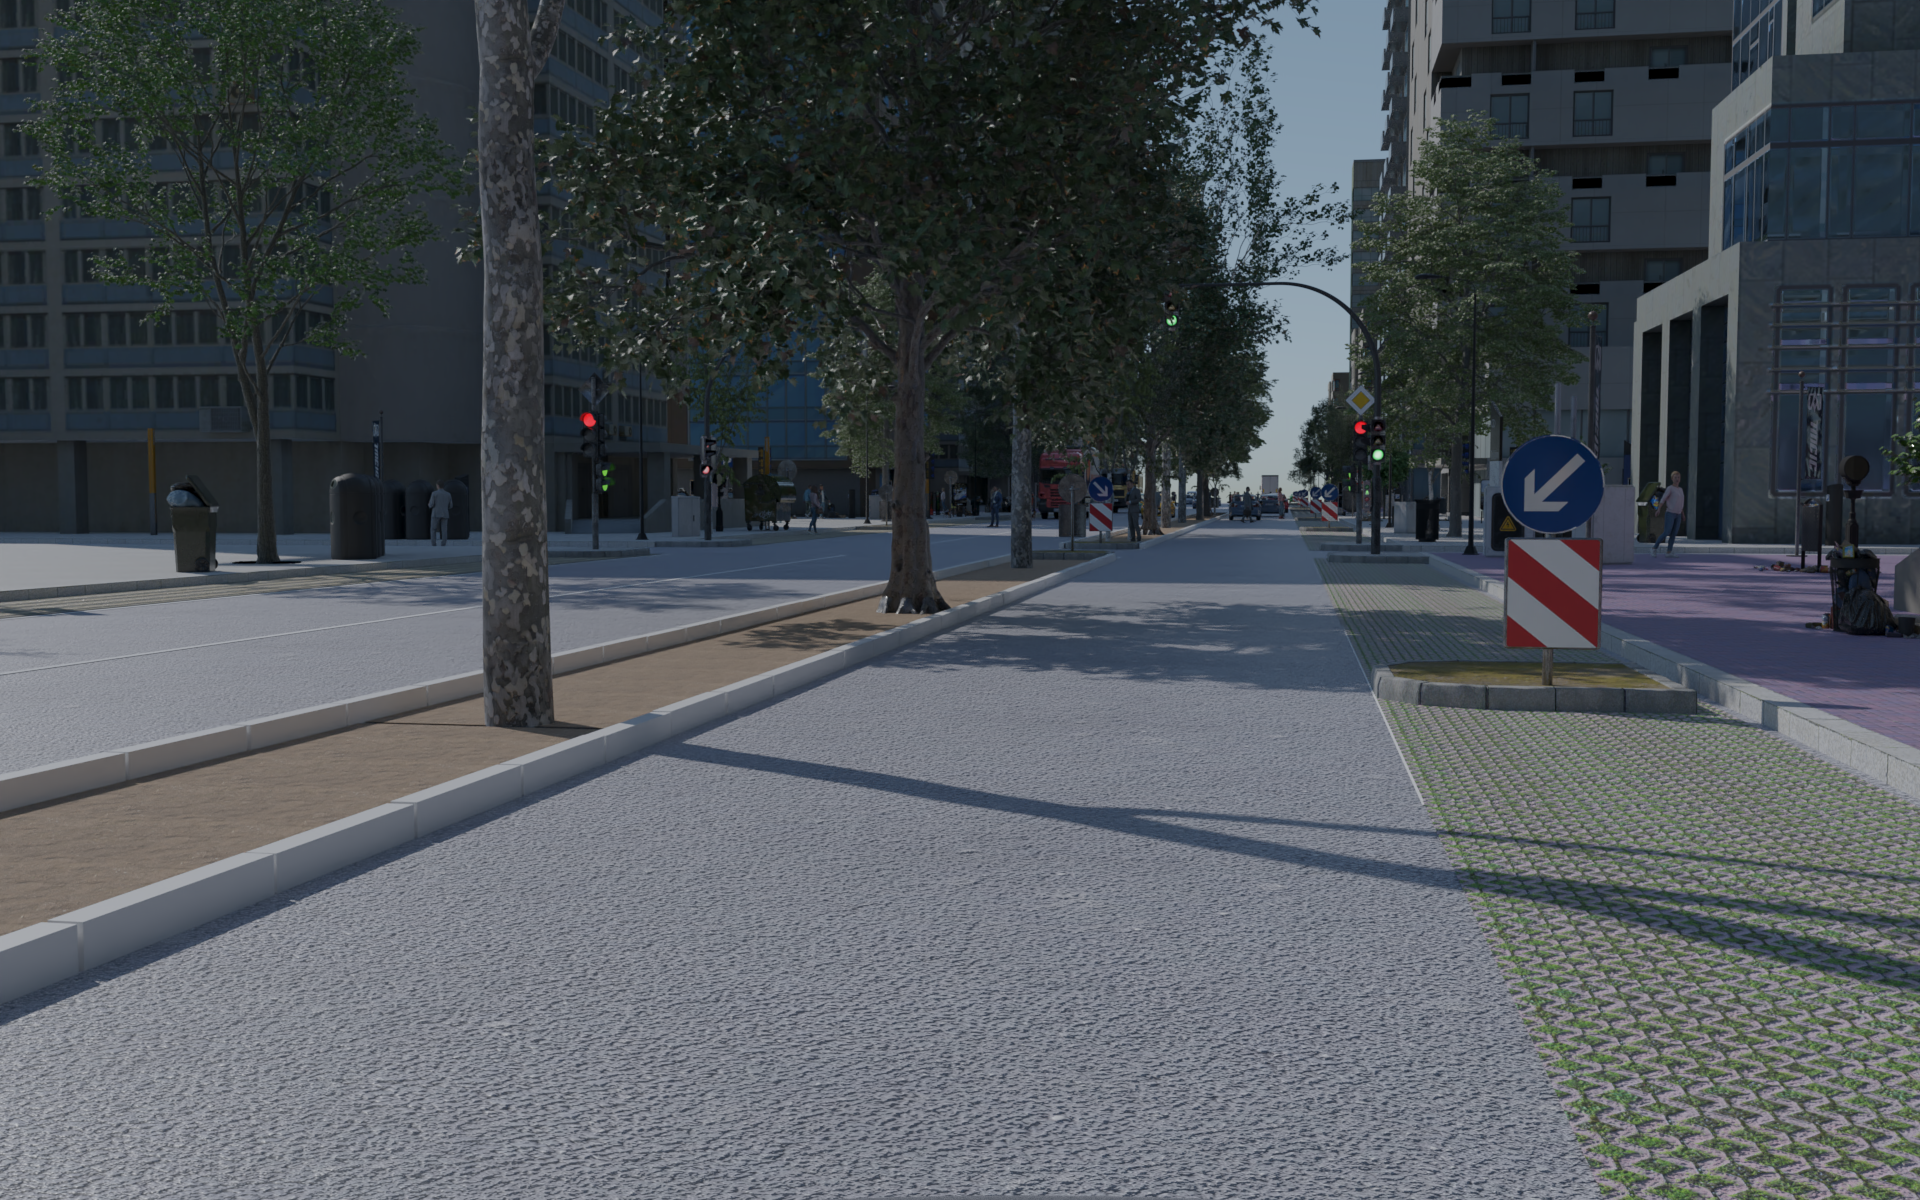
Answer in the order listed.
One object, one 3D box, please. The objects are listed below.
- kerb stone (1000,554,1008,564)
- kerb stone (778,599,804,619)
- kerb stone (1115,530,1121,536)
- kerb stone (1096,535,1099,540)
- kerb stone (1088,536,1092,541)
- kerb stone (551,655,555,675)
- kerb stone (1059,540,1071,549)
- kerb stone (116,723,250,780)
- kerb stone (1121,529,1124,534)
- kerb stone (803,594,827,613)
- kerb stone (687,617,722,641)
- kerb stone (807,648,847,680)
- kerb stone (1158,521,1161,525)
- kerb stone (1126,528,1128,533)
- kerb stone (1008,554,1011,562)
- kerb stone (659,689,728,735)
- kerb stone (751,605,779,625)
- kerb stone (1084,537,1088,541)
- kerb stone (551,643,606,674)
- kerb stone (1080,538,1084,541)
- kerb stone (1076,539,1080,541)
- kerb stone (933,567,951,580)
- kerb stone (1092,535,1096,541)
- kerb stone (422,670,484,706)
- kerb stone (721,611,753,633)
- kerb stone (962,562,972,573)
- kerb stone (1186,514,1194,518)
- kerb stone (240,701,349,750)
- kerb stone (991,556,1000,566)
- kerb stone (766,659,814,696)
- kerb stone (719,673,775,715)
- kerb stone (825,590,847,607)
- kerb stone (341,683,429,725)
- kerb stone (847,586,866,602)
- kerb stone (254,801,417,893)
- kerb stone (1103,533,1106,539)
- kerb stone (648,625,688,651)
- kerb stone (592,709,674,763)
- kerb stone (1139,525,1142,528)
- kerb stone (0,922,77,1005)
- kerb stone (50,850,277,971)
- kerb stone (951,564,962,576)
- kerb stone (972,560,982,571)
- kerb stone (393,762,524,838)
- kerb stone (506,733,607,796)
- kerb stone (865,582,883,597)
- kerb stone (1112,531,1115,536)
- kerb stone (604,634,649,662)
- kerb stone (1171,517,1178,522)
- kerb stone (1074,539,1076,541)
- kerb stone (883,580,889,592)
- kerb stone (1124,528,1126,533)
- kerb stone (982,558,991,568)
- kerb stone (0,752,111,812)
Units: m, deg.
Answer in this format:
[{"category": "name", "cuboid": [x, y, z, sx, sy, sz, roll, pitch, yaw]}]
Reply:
[{"category": "kerb stone", "cuboid": [0.784, -0.802, 35.309, 0.120, 0.150, 1.000, 1, 4, 11]}, {"category": "kerb stone", "cuboid": [-2.040, 0.122, 20.195, 0.120, 0.150, 1.000, 1, 4, 11]}, {"category": "kerb stone", "cuboid": [5.390, -2.315, 60.045, 0.120, 0.150, 1.000, 1, 4, 11]}, {"category": "kerb stone", "cuboid": [4.072, -1.880, 53.001, 0.120, 0.150, 1.000, 1, 4, 11]}, {"category": "kerb stone", "cuboid": [3.702, -1.757, 50.988, 0.120, 0.150, 1.000, 1, 4, 11]}, {"category": "kerb stone", "cuboid": [-3.354, 0.559, 13.138, 0.120, 0.150, 1.000, 1, 4, 11]}, {"category": "kerb stone", "cuboid": [2.753, -1.452, 45.939, 0.120, 0.150, 1.000, 1, 4, 11]}, {"category": "kerb stone", "cuboid": [-4.103, 0.800, 9.118, 0.120, 0.150, 1.000, 1, 4, 11]}, {"category": "kerb stone", "cuboid": [5.578, -2.375, 61.058, 0.120, 0.150, 1.000, 1, 4, 11]}, {"category": "kerb stone", "cuboid": [-1.852, 0.065, 21.200, 0.120, 0.150, 1.000, 1, 4, 11]}, {"category": "kerb stone", "cuboid": [-2.597, 0.309, 17.168, 0.120, 0.150, 1.000, 1, 4, 11]}, {"category": "kerb stone", "cuboid": [-1.102, 0.520, 13.748, 0.120, 0.150, 1.000, 1, 4, 11]}, {"category": "kerb stone", "cuboid": [9.702, -3.732, 83.237, 0.120, 0.150, 1.000, 1, 4, 11]}, {"category": "kerb stone", "cuboid": [5.945, -2.500, 63.068, 0.120, 0.150, 1.000, 1, 4, 11]}, {"category": "kerb stone", "cuboid": [0.966, -0.864, 36.315, 0.120, 0.150, 1.000, 1, 4, 11]}, {"category": "kerb stone", "cuboid": [-1.671, 0.701, 10.729, 0.120, 0.150, 1.000, 1, 4, 11]}, {"category": "kerb stone", "cuboid": [-2.233, 0.187, 19.187, 0.120, 0.150, 1.000, 1, 4, 11]}, {"category": "kerb stone", "cuboid": [3.511, -1.699, 49.974, 0.120, 0.150, 1.000, 1, 4, 11]}, {"category": "kerb stone", "cuboid": [-3.165, 0.493, 14.143, 0.120, 0.150, 1.000, 1, 4, 11]}, {"category": "kerb stone", "cuboid": [3.327, -1.637, 48.963, 0.120, 0.150, 1.000, 1, 4, 11]}, {"category": "kerb stone", "cuboid": [3.134, -1.575, 47.953, 0.120, 0.150, 1.000, 1, 4, 11]}, {"category": "kerb stone", "cuboid": [-0.344, -0.432, 29.264, 0.120, 0.150, 1.000, 1, 4, 11]}, {"category": "kerb stone", "cuboid": [3.886, -1.823, 51.993, 0.120, 0.150, 1.000, 1, 4, 11]}, {"category": "kerb stone", "cuboid": [-3.537, 0.616, 12.132, 0.120, 0.150, 1.000, 1, 4, 11]}, {"category": "kerb stone", "cuboid": [-2.407, 0.246, 18.178, 0.120, 0.150, 1.000, 1, 4, 11]}, {"category": "kerb stone", "cuboid": [0.024, -0.555, 31.278, 0.120, 0.150, 1.000, 1, 4, 11]}, {"category": "kerb stone", "cuboid": [14.397, -5.273, 108.411, 0.120, 0.150, 1.000, 1, 4, 11]}, {"category": "kerb stone", "cuboid": [-3.906, 0.739, 10.121, 0.120, 0.150, 1.000, 1, 4, 11]}, {"category": "kerb stone", "cuboid": [0.601, -0.741, 34.303, 0.120, 0.150, 1.000, 1, 4, 11]}, {"category": "kerb stone", "cuboid": [-1.283, 0.578, 12.742, 0.120, 0.150, 1.000, 1, 4, 11]}, {"category": "kerb stone", "cuboid": [-1.471, 0.640, 11.737, 0.120, 0.150, 1.000, 1, 4, 11]}, {"category": "kerb stone", "cuboid": [-1.660, -0.001, 22.208, 0.120, 0.150, 1.000, 1, 4, 11]}, {"category": "kerb stone", "cuboid": [-3.724, 0.678, 11.127, 0.120, 0.150, 1.000, 1, 4, 11]}, {"category": "kerb stone", "cuboid": [-1.473, -0.060, 23.218, 0.120, 0.150, 1.000, 1, 4, 11]}, {"category": "kerb stone", "cuboid": [-2.416, 0.952, 6.708, 0.120, 0.150, 1.000, 1, 4, 11]}, {"category": "kerb stone", "cuboid": [4.453, -2.004, 55.014, 0.120, 0.150, 1.000, 1, 4, 11]}, {"category": "kerb stone", "cuboid": [-2.787, 0.374, 16.163, 0.120, 0.150, 1.000, 1, 4, 11]}, {"category": "kerb stone", "cuboid": [-1.852, 0.766, 9.723, 0.120, 0.150, 1.000, 1, 4, 11]}, {"category": "kerb stone", "cuboid": [7.263, -2.932, 70.132, 0.120, 0.150, 1.000, 1, 4, 11]}, {"category": "kerb stone", "cuboid": [-2.783, 1.071, 4.690, 0.120, 0.150, 1.000, 1, 4, 11]}, {"category": "kerb stone", "cuboid": [-2.595, 1.009, 5.696, 0.120, 0.150, 1.000, 1, 4, 11]}, {"category": "kerb stone", "cuboid": [-0.159, -0.494, 30.272, 0.120, 0.150, 1.000, 1, 4, 11]}, {"category": "kerb stone", "cuboid": [0.217, -0.617, 32.286, 0.120, 0.150, 1.000, 1, 4, 11]}, {"category": "kerb stone", "cuboid": [-2.227, 0.886, 7.712, 0.120, 0.150, 1.000, 1, 4, 11]}, {"category": "kerb stone", "cuboid": [-2.038, 0.824, 8.718, 0.120, 0.150, 1.000, 1, 4, 11]}, {"category": "kerb stone", "cuboid": [-1.287, -0.124, 24.223, 0.120, 0.150, 1.000, 1, 4, 11]}, {"category": "kerb stone", "cuboid": [5.011, -2.192, 58.036, 0.120, 0.150, 1.000, 1, 4, 11]}, {"category": "kerb stone", "cuboid": [-2.980, 0.432, 15.159, 0.120, 0.150, 1.000, 1, 4, 11]}, {"category": "kerb stone", "cuboid": [11.582, -4.346, 93.312, 0.120, 0.150, 1.000, 1, 4, 11]}, {"category": "kerb stone", "cuboid": [2.948, -1.514, 46.942, 0.120, 0.150, 1.000, 1, 4, 11]}, {"category": "kerb stone", "cuboid": [-1.096, -0.185, 25.228, 0.120, 0.150, 1.000, 1, 4, 11]}, {"category": "kerb stone", "cuboid": [5.764, -2.438, 62.062, 0.120, 0.150, 1.000, 1, 4, 11]}, {"category": "kerb stone", "cuboid": [0.402, -0.679, 33.292, 0.120, 0.150, 1.000, 1, 4, 11]}, {"category": "kerb stone", "cuboid": [-4.288, 0.862, 8.107, 0.120, 0.150, 1.000, 1, 4, 11]}]
